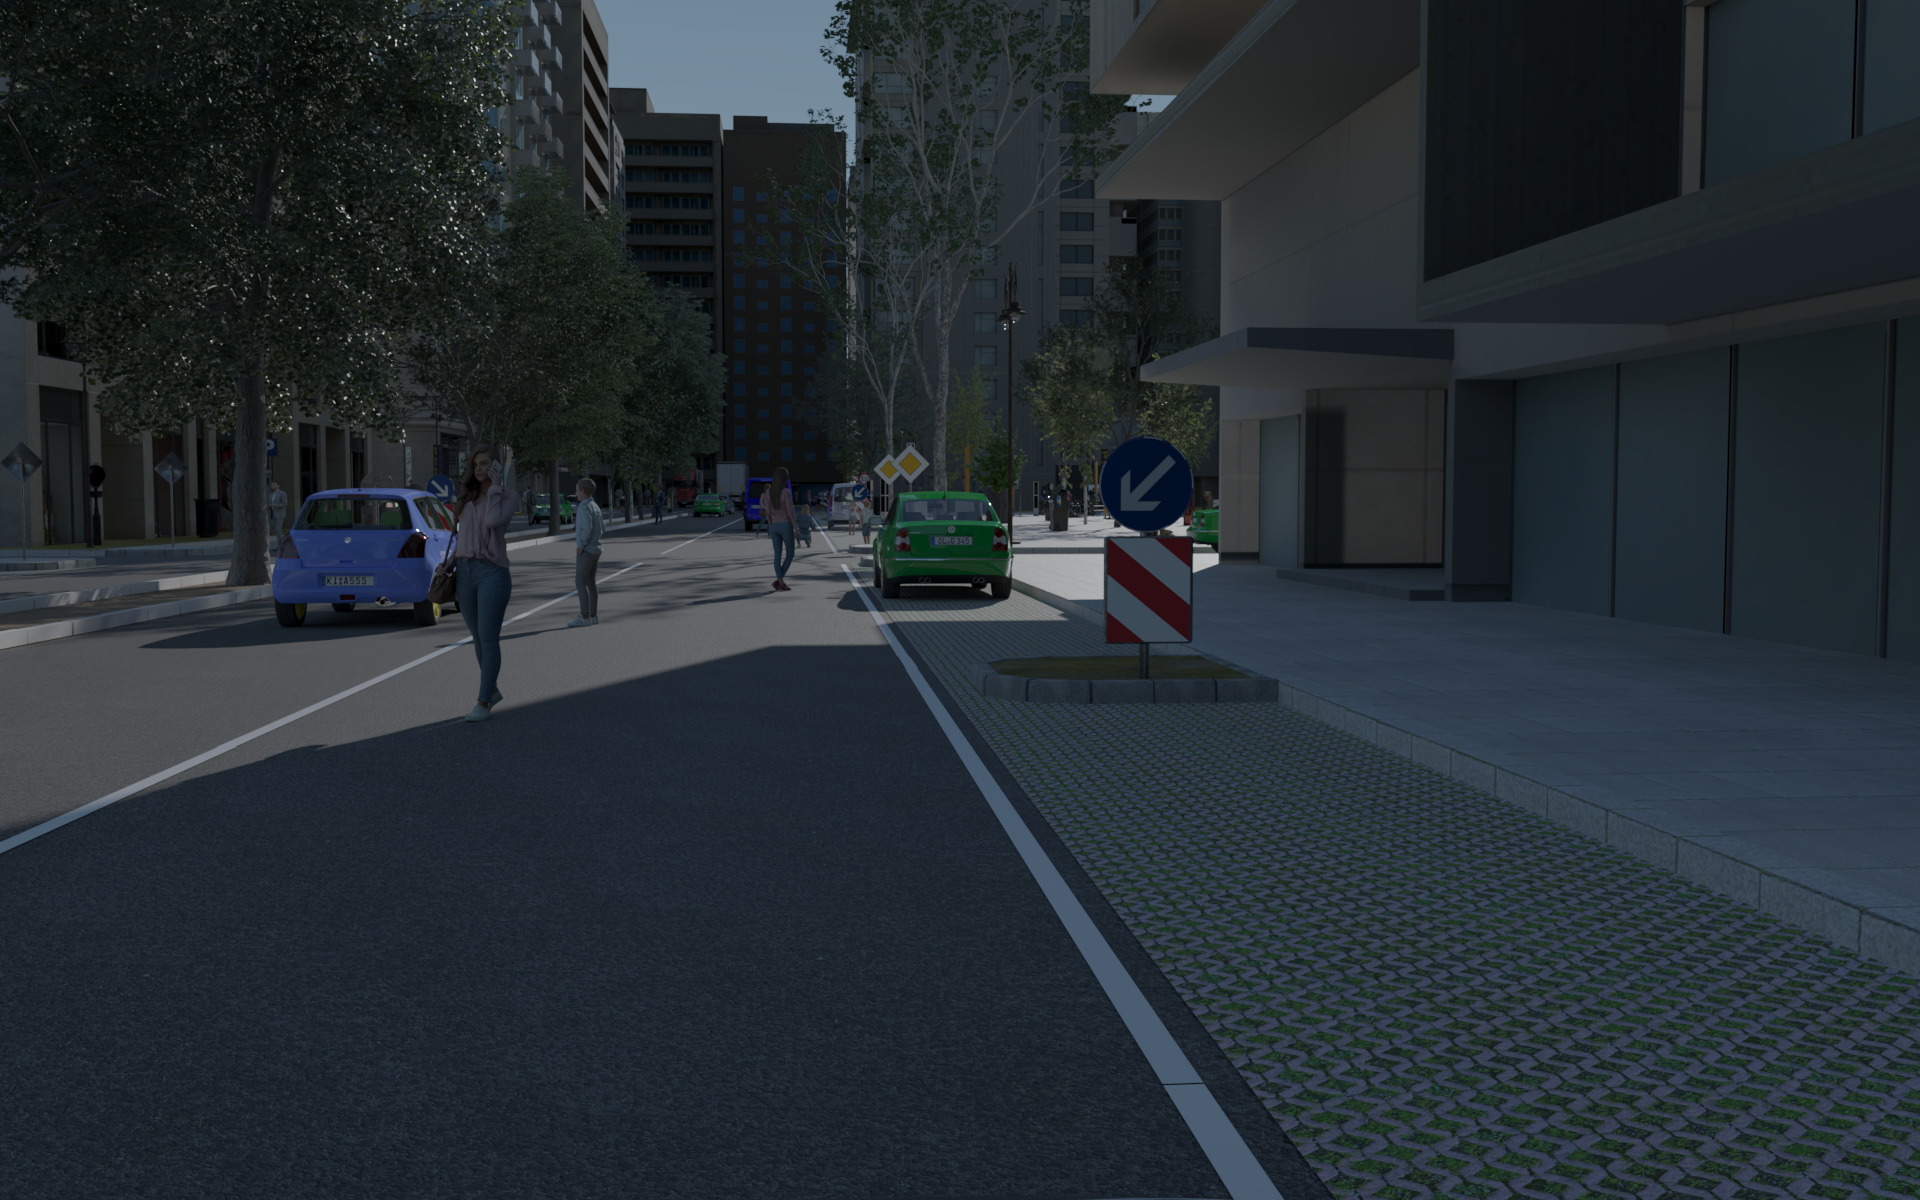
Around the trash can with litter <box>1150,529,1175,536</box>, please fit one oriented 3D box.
[{"bbox_3d":[5.647,-2.317,49.264,1.055,1.170,0.624,3,5,39],"label":"trash can with litter"}]

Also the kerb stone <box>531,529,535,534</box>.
[{"bbox_3d":[-15.253,-2.388,61.237,0.120,0.150,1.000,0,4,-5],"label":"kerb stone"}]

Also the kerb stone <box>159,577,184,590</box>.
[{"bbox_3d":[-11.938,-0.233,26.005,0.120,0.150,1.000,0,4,-5],"label":"kerb stone"}]

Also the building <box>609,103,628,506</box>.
[{"bbox_3d":[-42.532,-30.518,182.561,14.086,41.232,14.154,0,4,-5],"label":"building"}]

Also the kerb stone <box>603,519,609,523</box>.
[{"bbox_3d":[-17.657,-3.948,86.749,0.120,0.150,1.000,0,4,-5],"label":"kerb stone"}]

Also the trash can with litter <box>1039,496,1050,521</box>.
[{"bbox_3d":[4.446,-4.315,81.932,0.624,1.170,1.055,-3,5,-41],"label":"trash can with litter"}]

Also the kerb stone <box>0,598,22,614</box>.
[{"bbox_3d":[-11.459,0.080,20.894,0.120,0.150,1.000,0,4,-5],"label":"kerb stone"}]

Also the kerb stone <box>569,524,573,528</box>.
[{"bbox_3d":[-16.212,-3.012,71.433,0.120,0.150,1.000,0,4,-5],"label":"kerb stone"}]

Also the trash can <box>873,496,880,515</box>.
[{"bbox_3d":[-4.895,-5.650,104.027,0.748,1.137,0.748,0,3,0],"label":"trash can"}]

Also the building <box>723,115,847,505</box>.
[{"bbox_3d":[-20.938,-34.163,208.676,14.200,45.320,14.600,0,4,-5],"label":"building"}]

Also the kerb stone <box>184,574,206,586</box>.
[{"bbox_3d":[-12.033,-0.293,27.029,0.120,0.150,1.000,0,4,-5],"label":"kerb stone"}]

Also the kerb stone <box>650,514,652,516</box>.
[{"bbox_3d":[-19.864,-5.383,110.221,0.120,0.150,1.000,0,4,-5],"label":"kerb stone"}]

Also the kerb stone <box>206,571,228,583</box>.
[{"bbox_3d":[-12.125,-0.358,28.047,0.120,0.150,1.000,0,4,-5],"label":"kerb stone"}]

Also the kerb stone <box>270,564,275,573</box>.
[{"bbox_3d":[-12.416,-0.544,31.108,0.120,0.150,1.000,0,4,-5],"label":"kerb stone"}]

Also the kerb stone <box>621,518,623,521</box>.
[{"bbox_3d":[-18.135,-4.261,91.864,0.120,0.150,1.000,0,4,-5],"label":"kerb stone"}]

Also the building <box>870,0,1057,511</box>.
[{"bbox_3d":[-0.131,-27.762,137.505,14.154,41.232,14.086,0,4,-5],"label":"building"}]

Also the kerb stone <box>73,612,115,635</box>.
[{"bbox_3d":[-9.065,0.259,18.002,0.120,0.150,1.000,0,4,-5],"label":"kerb stone"}]

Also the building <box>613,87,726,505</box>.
[{"bbox_3d":[-39.088,-35.884,210.399,21.600,48.544,21.300,0,4,-5],"label":"building"}]

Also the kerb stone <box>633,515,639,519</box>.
[{"bbox_3d":[-19.198,-4.947,103.080,0.120,0.150,1.000,0,4,-5],"label":"kerb stone"}]

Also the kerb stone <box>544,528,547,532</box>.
[{"bbox_3d":[-15.544,-2.575,64.296,0.120,0.150,1.000,0,4,-5],"label":"kerb stone"}]

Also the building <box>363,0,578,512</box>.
[{"bbox_3d":[-41.924,-31.168,129.198,23.786,49.044,30.456,0,4,-5],"label":"building"}]

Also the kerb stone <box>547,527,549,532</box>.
[{"bbox_3d":[-15.644,-2.637,65.313,0.120,0.150,1.000,0,4,-5],"label":"kerb stone"}]

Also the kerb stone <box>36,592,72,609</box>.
[{"bbox_3d":[-11.548,0.017,21.920,0.120,0.150,1.000,0,4,-5],"label":"kerb stone"}]

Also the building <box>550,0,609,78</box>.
[{"bbox_3d":[-43.210,-32.507,155.196,21.300,48.544,21.600,0,4,-5],"label":"building"}]

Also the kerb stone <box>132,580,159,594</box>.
[{"bbox_3d":[-11.841,-0.170,24.988,0.120,0.150,1.000,0,4,-5],"label":"kerb stone"}]

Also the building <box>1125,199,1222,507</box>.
[{"bbox_3d":[29.798,-29.840,179.766,23.993,40.220,32.217,0,4,-5],"label":"building"}]

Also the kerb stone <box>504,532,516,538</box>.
[{"bbox_3d":[-14.864,-2.131,57.155,0.120,0.150,1.000,0,4,-5],"label":"kerb stone"}]

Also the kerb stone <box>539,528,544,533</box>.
[{"bbox_3d":[-15.444,-2.508,63.279,0.120,0.150,1.000,0,4,-5],"label":"kerb stone"}]

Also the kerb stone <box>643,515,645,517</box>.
[{"bbox_3d":[-19.383,-5.072,105.124,0.120,0.150,1.000,0,4,-5],"label":"kerb stone"}]

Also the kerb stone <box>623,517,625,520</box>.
[{"bbox_3d":[-18.239,-4.321,92.881,0.120,0.150,1.000,0,4,-5],"label":"kerb stone"}]

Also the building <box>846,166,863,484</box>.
[{"bbox_3d":[-6.512,-32.162,209.446,14.086,41.232,14.154,0,4,-5],"label":"building"}]

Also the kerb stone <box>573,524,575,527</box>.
[{"bbox_3d":[-16.305,-3.074,72.454,0.120,0.150,1.000,0,4,-5],"label":"kerb stone"}]

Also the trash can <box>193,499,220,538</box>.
[{"bbox_3d":[-22.108,-2.397,50.850,0.748,1.137,0.748,0,3,0],"label":"trash can"}]

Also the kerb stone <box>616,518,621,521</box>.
[{"bbox_3d":[-18.043,-4.199,90.841,0.120,0.150,1.000,0,4,-5],"label":"kerb stone"}]

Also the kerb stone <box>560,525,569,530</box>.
[{"bbox_3d":[-16.114,-2.948,70.403,0.120,0.150,1.000,0,4,-5],"label":"kerb stone"}]

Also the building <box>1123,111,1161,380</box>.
[{"bbox_3d":[29.353,-36.559,217.343,30.456,49.044,23.786,0,4,-5],"label":"building"}]

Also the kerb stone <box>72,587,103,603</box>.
[{"bbox_3d":[-11.648,-0.045,22.938,0.120,0.150,1.000,0,4,-5],"label":"kerb stone"}]

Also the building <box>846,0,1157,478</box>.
[{"bbox_3d":[3.041,-36.111,179.657,28.713,52.752,27.495,0,4,-5],"label":"building"}]

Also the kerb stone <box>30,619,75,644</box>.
[{"bbox_3d":[-8.976,0.326,16.974,0.120,0.150,1.000,0,4,-5],"label":"kerb stone"}]

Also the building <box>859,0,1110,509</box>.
[{"bbox_3d":[1.446,-43.799,154.362,20.563,71.187,20.611,0,4,-5],"label":"building"}]

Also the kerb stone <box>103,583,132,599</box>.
[{"bbox_3d":[-11.743,-0.106,23.963,0.120,0.150,1.000,0,4,-5],"label":"kerb stone"}]

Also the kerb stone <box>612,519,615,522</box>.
[{"bbox_3d":[-17.747,-4.012,87.784,0.120,0.150,1.000,0,4,-5],"label":"kerb stone"}]

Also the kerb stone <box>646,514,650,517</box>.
[{"bbox_3d":[-19.780,-5.322,109.202,0.120,0.150,1.000,0,4,-5],"label":"kerb stone"}]

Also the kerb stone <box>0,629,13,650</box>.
[{"bbox_3d":[-8.879,0.382,15.956,0.120,0.150,1.000,0,4,-5],"label":"kerb stone"}]

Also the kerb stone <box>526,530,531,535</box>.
[{"bbox_3d":[-15.157,-2.326,60.219,0.120,0.150,1.000,0,4,-5],"label":"kerb stone"}]

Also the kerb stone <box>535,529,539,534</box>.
[{"bbox_3d":[-15.348,-2.450,62.255,0.120,0.150,1.000,0,4,-5],"label":"kerb stone"}]

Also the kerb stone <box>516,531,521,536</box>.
[{"bbox_3d":[-14.970,-2.200,58.171,0.120,0.150,1.000,0,4,-5],"label":"kerb stone"}]

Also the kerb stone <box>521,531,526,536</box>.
[{"bbox_3d":[-15.056,-2.260,59.190,0.120,0.150,1.000,0,4,-5],"label":"kerb stone"}]

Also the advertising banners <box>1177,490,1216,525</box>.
[{"bbox_3d":[9.467,-4.589,71.220,2.074,3.025,0.090,0,3,0],"label":"advertising banners"}]
